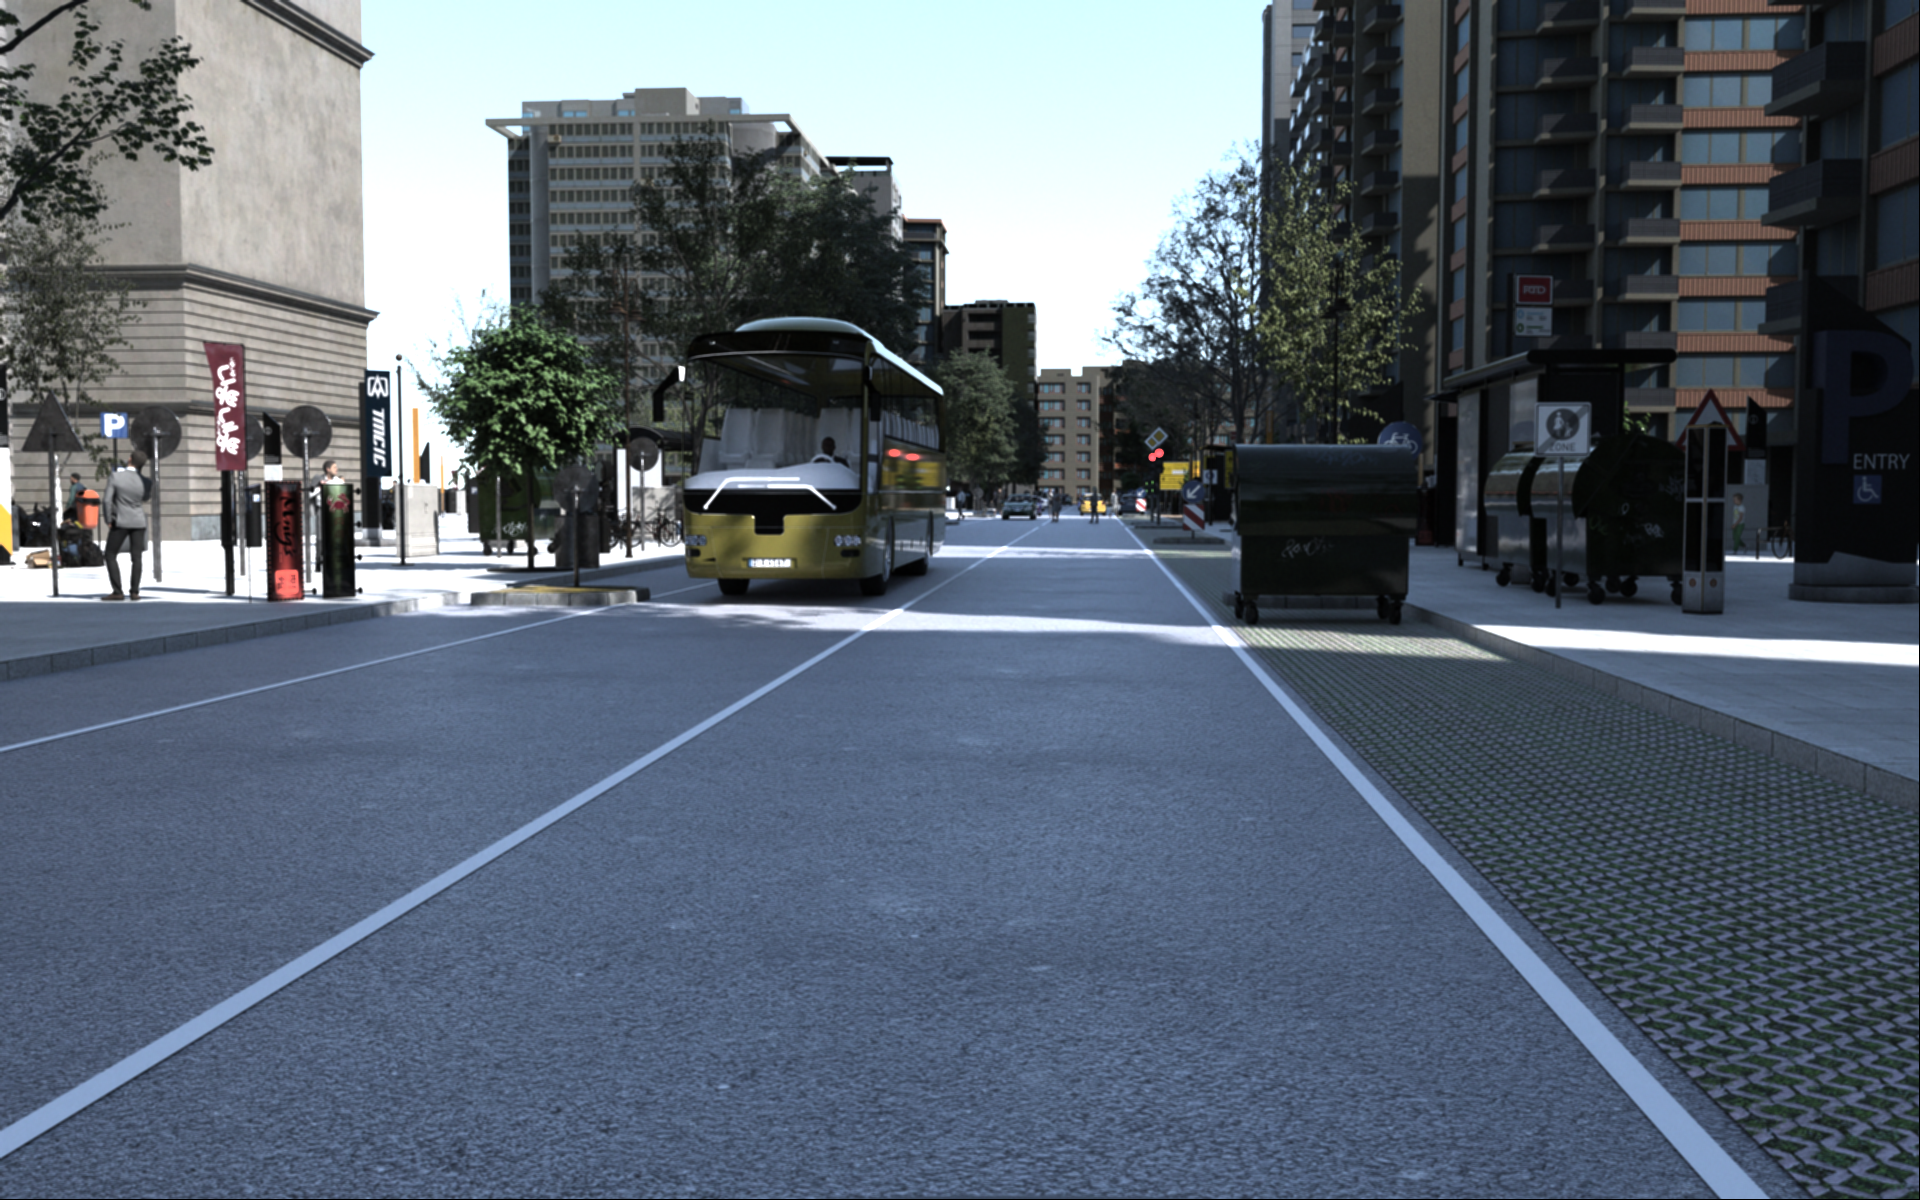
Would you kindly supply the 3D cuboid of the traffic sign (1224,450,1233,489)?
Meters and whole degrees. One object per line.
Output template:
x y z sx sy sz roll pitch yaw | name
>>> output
13.288 -5.241 79.556 2.265 3.308 0.079 1 4 12 | traffic sign

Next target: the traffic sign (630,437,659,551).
-7.099 -2.360 38.692 0.768 2.556 0.104 1 4 13 | traffic sign

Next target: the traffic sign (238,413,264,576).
-11.232 -1.648 27.052 0.768 2.556 0.104 0 4 7 | traffic sign

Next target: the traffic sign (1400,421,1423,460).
7.707 -1.853 30.406 0.768 2.556 0.104 0 4 7 | traffic sign

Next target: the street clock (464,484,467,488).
-35.309 -7.313 124.137 0.471 2.002 0.358 2 4 32 | street clock

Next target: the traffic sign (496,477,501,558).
-9.216 -2.107 34.563 0.768 2.556 0.104 1 4 12 | traffic sign

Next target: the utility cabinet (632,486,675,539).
-8.578 -2.434 48.482 1.173 1.500 0.318 -1 4 -12 | utility cabinet

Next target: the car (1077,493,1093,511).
11.218 -8.687 151.615 1.945 1.707 3.694 0 4 5 | car

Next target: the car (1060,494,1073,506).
13.025 -12.466 215.624 2.131 1.459 4.920 0 4 4 | car

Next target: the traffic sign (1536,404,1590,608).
6.730 -1.057 19.419 0.606 2.300 0.079 0 4 5 | traffic sign

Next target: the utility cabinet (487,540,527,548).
-10.759 -1.973 40.938 1.173 1.500 0.318 3 4 37 | utility cabinet

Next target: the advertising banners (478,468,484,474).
-14.411 -3.610 55.204 2.074 3.025 0.090 -2 4 -27 | advertising banners

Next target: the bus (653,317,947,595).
-1.979 -2.218 27.816 2.896 3.916 12.252 0 4 4 | bus

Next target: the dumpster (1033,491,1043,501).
10.689 -13.702 232.245 1.865 1.857 1.264 0 4 3 | dumpster

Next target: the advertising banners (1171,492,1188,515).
13.618 -6.584 103.841 2.074 3.025 0.090 2 4 30 | advertising banners

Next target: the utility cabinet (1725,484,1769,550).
17.780 -1.887 39.535 1.173 1.500 0.318 0 4 2 | utility cabinet

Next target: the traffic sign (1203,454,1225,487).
13.620 -5.815 88.950 2.265 3.308 0.079 0 4 8 | traffic sign

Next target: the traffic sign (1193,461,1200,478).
14.917 -6.679 103.082 2.265 3.308 0.079 1 4 9 | traffic sign

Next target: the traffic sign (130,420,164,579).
-12.139 -1.589 26.078 0.768 2.556 0.104 0 4 7 | traffic sign

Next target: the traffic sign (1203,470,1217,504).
10.522 -4.331 72.935 0.606 2.300 0.079 1 4 11 | traffic sign

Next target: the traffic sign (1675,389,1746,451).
9.253 -1.312 21.457 0.884 2.594 0.081 0 4 5 | traffic sign

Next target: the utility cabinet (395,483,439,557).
-11.042 -1.627 35.276 0.318 1.500 1.173 1 4 13 | utility cabinet

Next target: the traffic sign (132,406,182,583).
-11.614 -1.525 25.039 0.768 2.556 0.104 0 4 7 | traffic sign

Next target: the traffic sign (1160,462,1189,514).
13.647 -7.025 108.734 2.265 3.308 0.079 1 4 12 | traffic sign

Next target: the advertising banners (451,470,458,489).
-36.197 -7.988 126.787 2.074 3.025 0.090 -2 4 -24 | advertising banners

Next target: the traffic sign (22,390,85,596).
-11.372 -1.327 21.706 0.884 2.594 0.081 1 4 11 | traffic sign

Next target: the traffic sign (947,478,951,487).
-1.107 -8.133 133.079 0.768 2.556 0.104 1 4 10 | traffic sign

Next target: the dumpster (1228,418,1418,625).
3.988 -0.877 19.290 1.985 2.255 1.502 0 4 4 | dumpster

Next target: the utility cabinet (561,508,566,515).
-12.792 -2.863 55.481 0.318 1.500 1.173 -1 4 -11 | utility cabinet

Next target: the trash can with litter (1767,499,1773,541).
21.585 -2.162 46.742 0.624 1.170 1.055 2 4 24 | trash can with litter

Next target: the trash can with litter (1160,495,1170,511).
17.205 -8.162 144.504 1.678 1.210 2.233 0 4 -1 | trash can with litter

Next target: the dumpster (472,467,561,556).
-9.245 -2.076 36.433 1.502 2.255 1.985 0 4 5 | dumpster

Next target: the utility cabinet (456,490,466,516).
-29.104 -5.645 100.982 0.318 1.500 1.173 0 4 -4 | utility cabinet

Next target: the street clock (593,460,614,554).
-7.694 -2.009 37.416 0.471 2.002 0.358 3 5 42 | street clock

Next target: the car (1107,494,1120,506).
17.335 -11.108 191.841 2.015 1.641 3.980 0 4 6 | car

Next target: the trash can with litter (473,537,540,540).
-12.961 -2.313 48.883 1.678 1.210 2.233 -2 4 -34 | trash can with litter

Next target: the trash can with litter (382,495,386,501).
-51.485 -8.805 155.022 2.233 1.210 1.678 -2 4 -29 | trash can with litter

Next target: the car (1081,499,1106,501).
10.204 -7.367 132.454 2.014 1.417 4.499 0 4 6 | car

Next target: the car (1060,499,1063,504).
8.911 -9.417 166.544 1.945 1.354 3.894 0 4 3 | car

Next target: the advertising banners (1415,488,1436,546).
11.567 -2.855 42.867 2.074 3.025 0.090 1 4 14 | advertising banners

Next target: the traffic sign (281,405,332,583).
-9.381 -1.514 24.865 0.768 2.556 0.104 0 4 7 | traffic sign

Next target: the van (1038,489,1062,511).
7.579 -8.453 145.218 2.013 2.044 4.112 0 4 5 | van

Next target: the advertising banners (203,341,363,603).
-8.067 -1.500 20.709 0.090 3.025 2.074 2 4 33 | advertising banners

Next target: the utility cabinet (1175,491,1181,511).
16.548 -7.322 128.388 1.173 1.500 0.318 -1 4 -21 | utility cabinet

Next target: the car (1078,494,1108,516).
8.804 -6.384 114.602 2.015 1.641 3.980 0 4 4 | car

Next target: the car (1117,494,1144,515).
11.522 -6.395 116.558 2.014 1.417 4.499 0 4 6 | car

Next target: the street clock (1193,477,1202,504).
9.879 -4.134 72.161 0.358 2.002 0.471 -1 4 -13 | street clock
